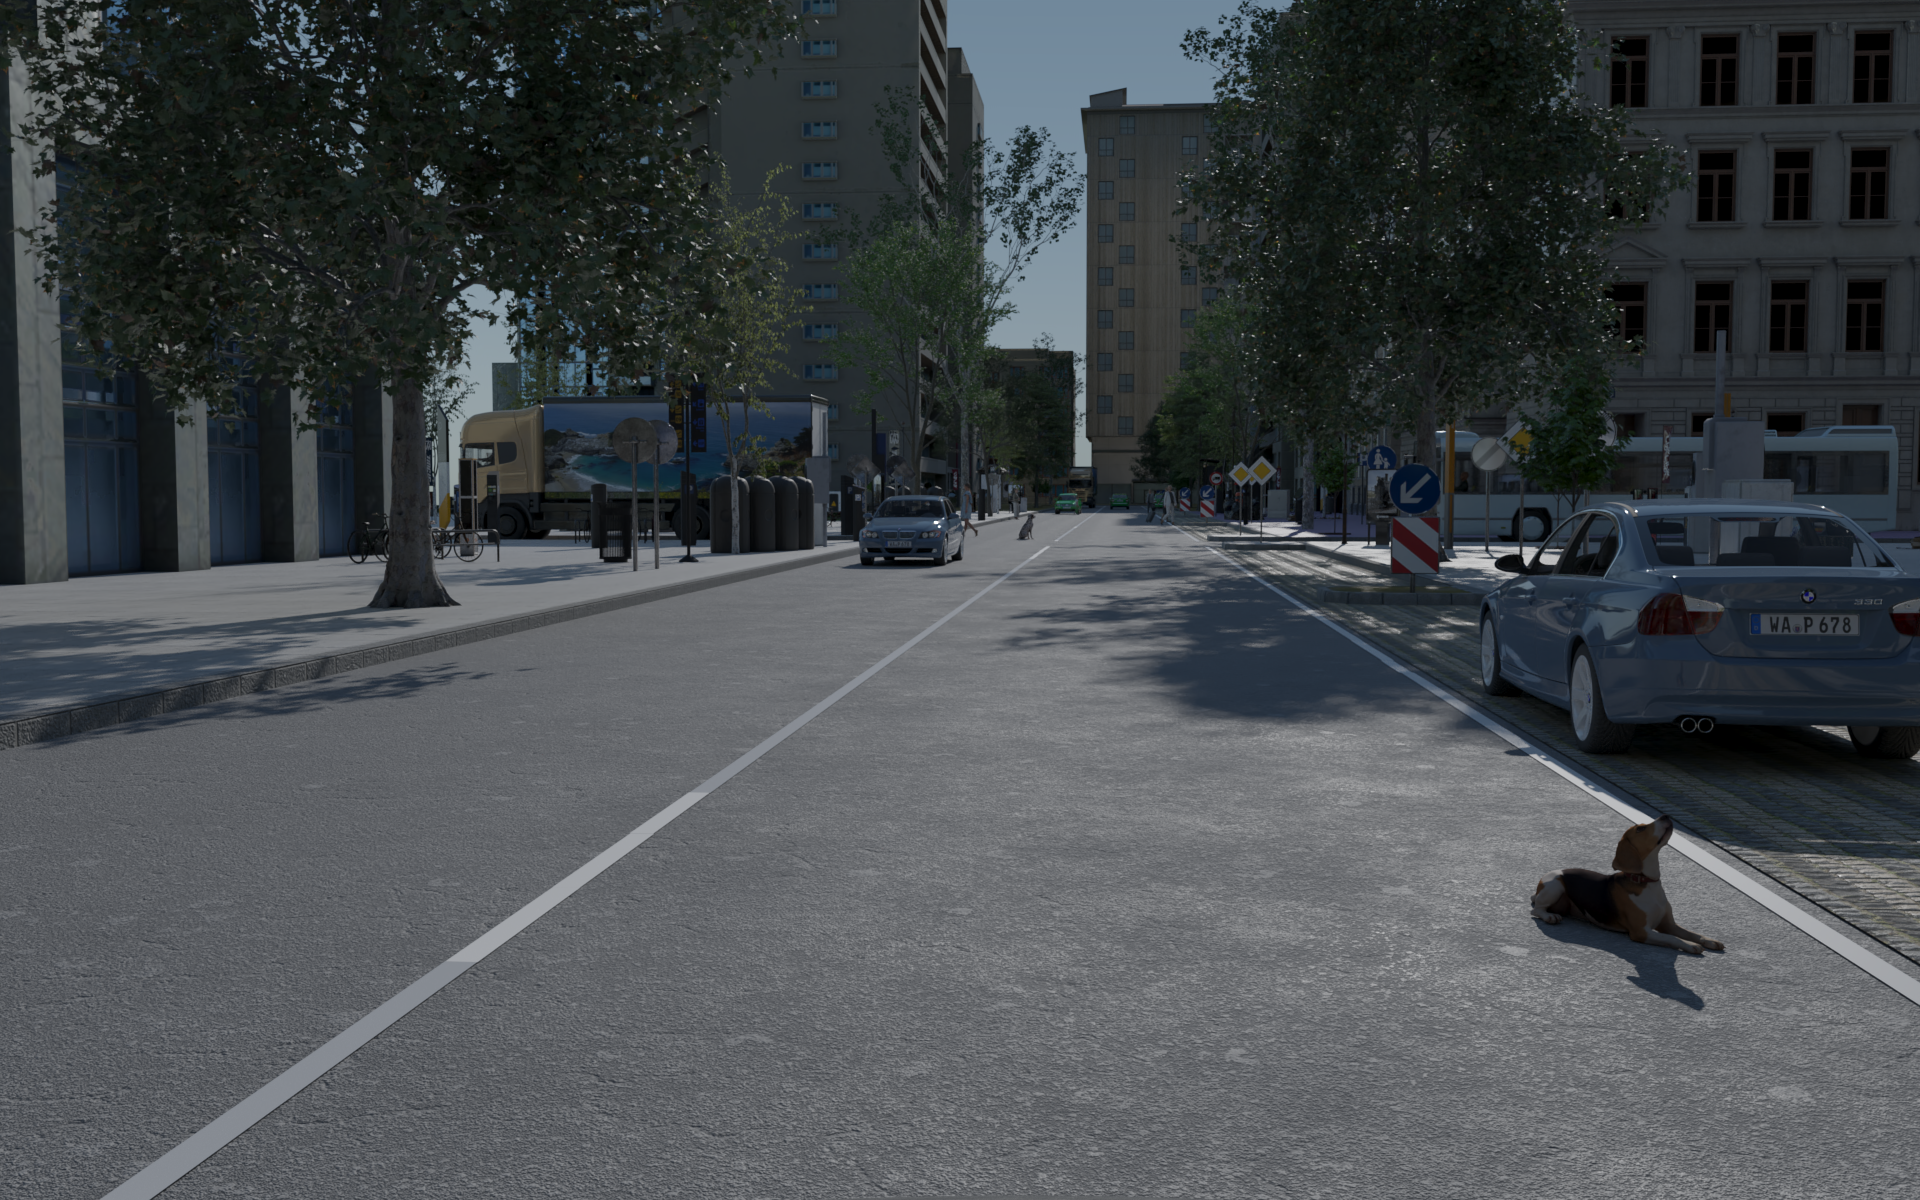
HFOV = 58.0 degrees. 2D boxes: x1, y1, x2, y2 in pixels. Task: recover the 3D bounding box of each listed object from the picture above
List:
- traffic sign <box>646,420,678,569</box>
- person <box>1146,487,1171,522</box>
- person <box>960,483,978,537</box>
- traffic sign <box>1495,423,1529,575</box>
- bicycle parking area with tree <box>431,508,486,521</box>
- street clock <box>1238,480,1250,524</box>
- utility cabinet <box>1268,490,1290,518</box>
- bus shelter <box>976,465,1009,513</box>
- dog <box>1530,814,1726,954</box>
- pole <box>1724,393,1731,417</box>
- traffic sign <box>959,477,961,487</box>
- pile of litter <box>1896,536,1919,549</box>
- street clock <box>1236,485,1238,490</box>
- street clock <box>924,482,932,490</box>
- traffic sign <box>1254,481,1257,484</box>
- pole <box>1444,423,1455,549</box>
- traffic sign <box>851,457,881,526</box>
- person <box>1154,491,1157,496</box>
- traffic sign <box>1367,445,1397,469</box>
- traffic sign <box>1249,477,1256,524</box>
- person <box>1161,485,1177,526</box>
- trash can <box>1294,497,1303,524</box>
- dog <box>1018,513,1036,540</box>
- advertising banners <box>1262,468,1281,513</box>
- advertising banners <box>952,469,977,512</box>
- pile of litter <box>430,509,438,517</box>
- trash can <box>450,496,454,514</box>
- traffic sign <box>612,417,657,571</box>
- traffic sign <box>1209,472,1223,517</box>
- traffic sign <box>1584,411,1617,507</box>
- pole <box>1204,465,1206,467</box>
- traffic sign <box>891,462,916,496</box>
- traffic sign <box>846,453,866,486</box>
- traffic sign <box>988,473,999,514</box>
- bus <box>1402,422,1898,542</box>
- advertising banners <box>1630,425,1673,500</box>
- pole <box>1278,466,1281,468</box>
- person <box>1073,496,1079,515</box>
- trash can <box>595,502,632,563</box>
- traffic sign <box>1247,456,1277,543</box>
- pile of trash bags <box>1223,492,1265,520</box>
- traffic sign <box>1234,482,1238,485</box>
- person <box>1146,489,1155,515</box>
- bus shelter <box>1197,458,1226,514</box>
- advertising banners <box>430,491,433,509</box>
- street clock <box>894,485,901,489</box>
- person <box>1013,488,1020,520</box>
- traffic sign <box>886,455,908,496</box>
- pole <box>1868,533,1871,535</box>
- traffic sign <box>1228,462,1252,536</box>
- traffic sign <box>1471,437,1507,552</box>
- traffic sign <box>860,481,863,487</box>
[{"bbox_3d":[-5.198,-1.806,29.636,0.768,2.556,0.104,1,4,10],"label":"traffic sign"},{"bbox_3d":[10.119,-4.836,87.788,1.509,1.804,0.699,-1,4,-19],"label":"person"},{"bbox_3d":[0.300,-3.018,57.941,0.778,1.811,0.616,2,4,31],"label":"person"},{"bbox_3d":[8.273,-1.487,25.504,0.795,2.450,0.064,0,4,6],"label":"traffic sign"},{"bbox_3d":[-23.261,-6.529,93.747,8.231,4.147,9.016,0,4,-3],"label":"bicycle parking area with tree"},{"bbox_3d":[12.067,-4.190,73.070,0.358,2.002,0.471,1,4,17],"label":"street clock"},{"bbox_3d":[16.581,-4.981,90.111,1.173,1.500,0.318,3,5,44],"label":"utility cabinet"},{"bbox_3d":[2.311,-7.830,121.941,2.014,3.302,5.546,0,4,5],"label":"bus shelter"},{"bbox_3d":[2.195,0.882,5.767,0.550,0.427,0.748,1,4,12],"label":"dog"},{"bbox_3d":[15.465,-2.522,35.085,0.158,3.312,0.155,0,3,0],"label":"pole"},{"bbox_3d":[0.244,-6.333,105.672,0.606,2.300,0.079,0,4,6],"label":"traffic sign"},{"bbox_3d":[22.742,-1.615,40.377,1.719,0.858,1.176,1,4,23],"label":"pile of litter"},{"bbox_3d":[16.880,-6.112,104.497,0.358,2.002,0.471,3,4,37],"label":"street clock"},{"bbox_3d":[-1.948,-6.115,104.553,0.471,2.002,0.358,-1,4,-9],"label":"street clock"},{"bbox_3d":[13.214,-4.729,78.498,0.795,2.450,0.064,1,4,12],"label":"traffic sign"},{"bbox_3d":[11.374,-2.837,40.225,0.158,3.312,0.155,0,3,0],"label":"pole"},{"bbox_3d":[-2.513,-2.608,46.286,0.795,2.450,0.064,0,4,5],"label":"traffic sign"},{"bbox_3d":[19.313,-9.853,170.311,0.721,1.735,1.217,1,4,21],"label":"person"},{"bbox_3d":[11.012,-2.764,45.293,0.768,2.556,0.104,1,4,8],"label":"traffic sign"},{"bbox_3d":[12.639,-4.518,75.056,0.795,2.450,0.064,1,4,14],"label":"traffic sign"},{"bbox_3d":[9.436,-4.274,78.251,0.818,1.842,0.514,3,5,43],"label":"person"},{"bbox_3d":[14.518,-3.775,73.374,0.748,1.137,0.748,0,3,0],"label":"trash can"},{"bbox_3d":[1.983,-2.320,54.769,0.800,0.831,0.513,0,4,4],"label":"dog"},{"bbox_3d":[20.756,-7.295,115.458,0.090,3.025,2.074,-2,4,-27],"label":"advertising banners"},{"bbox_3d":[0.301,-7.643,121.148,2.074,3.025,0.090,-2,4,-32],"label":"advertising banners"},{"bbox_3d":[-30.671,-5.204,99.043,1.719,0.858,1.176,0,4,-1],"label":"pile of litter"},{"bbox_3d":[-31.486,-5.883,107.833,0.748,1.137,0.748,0,3,0],"label":"trash can"},{"bbox_3d":[-5.391,-1.748,28.694,0.768,2.556,0.104,0,4,6],"label":"traffic sign"},{"bbox_3d":[14.596,-6.030,98.690,0.768,2.556,0.104,0,4,7],"label":"traffic sign"},{"bbox_3d":[9.093,-1.530,25.118,0.768,2.556,0.104,1,4,10],"label":"traffic sign"},{"bbox_3d":[17.405,-7.904,123.078,0.158,3.312,0.155,0,3,0],"label":"pole"},{"bbox_3d":[-1.767,-3.094,54.236,0.795,2.450,0.064,0,4,5],"label":"traffic sign"},{"bbox_3d":[-3.201,-3.316,54.318,0.768,2.556,0.104,1,4,13],"label":"traffic sign"},{"bbox_3d":[1.942,-6.338,103.738,0.768,2.556,0.104,1,4,13],"label":"traffic sign"},{"bbox_3d":[18.487,-3.250,48.001,13.247,3.499,2.948,0,4,6],"label":"bus"},{"bbox_3d":[17.378,-2.893,43.482,2.074,3.025,0.090,-3,5,-42],"label":"advertising banners"},{"bbox_3d":[23.275,-8.109,126.420,0.158,3.312,0.155,0,3,0],"label":"pole"},{"bbox_3d":[7.949,-6.449,118.187,0.590,1.304,0.306,-3,5,-39],"label":"person"},{"bbox_3d":[-6.494,-1.283,32.631,0.748,1.137,0.748,0,3,0],"label":"trash can"},{"bbox_3d":[7.884,-2.547,45.294,0.795,2.450,0.064,0,4,5],"label":"traffic sign"},{"bbox_3d":[14.221,-4.745,87.329,1.912,1.369,3.447,0,4,2],"label":"pile of trash bags"},{"bbox_3d":[16.179,-6.082,99.452,0.884,2.594,0.081,1,4,12],"label":"traffic sign"},{"bbox_3d":[12.929,-6.623,116.966,0.709,1.800,0.728,3,4,36],"label":"person"},{"bbox_3d":[16.904,-7.651,116.383,1.731,3.624,6.357,0,4,6],"label":"bus shelter"},{"bbox_3d":[-30.824,-6.392,100.691,2.074,3.025,0.090,-1,4,-17],"label":"advertising banners"},{"bbox_3d":[-3.683,-5.961,102.032,0.358,2.002,0.471,2,4,32],"label":"street clock"},{"bbox_3d":[3.187,-5.394,97.241,0.362,1.759,0.519,1,4,22],"label":"person"},{"bbox_3d":[-2.086,-3.462,56.712,0.768,2.556,0.104,1,4,13],"label":"traffic sign"},{"bbox_3d":[27.933,-3.634,53.257,0.158,3.312,0.155,0,3,0],"label":"pole"},{"bbox_3d":[8.629,-3.034,53.244,0.795,2.450,0.064,0,4,5],"label":"traffic sign"},{"bbox_3d":[11.768,-2.355,38.603,0.768,2.556,0.104,1,4,10],"label":"traffic sign"},{"bbox_3d":[-3.411,-3.658,59.907,0.768,2.556,0.104,1,4,14],"label":"traffic sign"}]
